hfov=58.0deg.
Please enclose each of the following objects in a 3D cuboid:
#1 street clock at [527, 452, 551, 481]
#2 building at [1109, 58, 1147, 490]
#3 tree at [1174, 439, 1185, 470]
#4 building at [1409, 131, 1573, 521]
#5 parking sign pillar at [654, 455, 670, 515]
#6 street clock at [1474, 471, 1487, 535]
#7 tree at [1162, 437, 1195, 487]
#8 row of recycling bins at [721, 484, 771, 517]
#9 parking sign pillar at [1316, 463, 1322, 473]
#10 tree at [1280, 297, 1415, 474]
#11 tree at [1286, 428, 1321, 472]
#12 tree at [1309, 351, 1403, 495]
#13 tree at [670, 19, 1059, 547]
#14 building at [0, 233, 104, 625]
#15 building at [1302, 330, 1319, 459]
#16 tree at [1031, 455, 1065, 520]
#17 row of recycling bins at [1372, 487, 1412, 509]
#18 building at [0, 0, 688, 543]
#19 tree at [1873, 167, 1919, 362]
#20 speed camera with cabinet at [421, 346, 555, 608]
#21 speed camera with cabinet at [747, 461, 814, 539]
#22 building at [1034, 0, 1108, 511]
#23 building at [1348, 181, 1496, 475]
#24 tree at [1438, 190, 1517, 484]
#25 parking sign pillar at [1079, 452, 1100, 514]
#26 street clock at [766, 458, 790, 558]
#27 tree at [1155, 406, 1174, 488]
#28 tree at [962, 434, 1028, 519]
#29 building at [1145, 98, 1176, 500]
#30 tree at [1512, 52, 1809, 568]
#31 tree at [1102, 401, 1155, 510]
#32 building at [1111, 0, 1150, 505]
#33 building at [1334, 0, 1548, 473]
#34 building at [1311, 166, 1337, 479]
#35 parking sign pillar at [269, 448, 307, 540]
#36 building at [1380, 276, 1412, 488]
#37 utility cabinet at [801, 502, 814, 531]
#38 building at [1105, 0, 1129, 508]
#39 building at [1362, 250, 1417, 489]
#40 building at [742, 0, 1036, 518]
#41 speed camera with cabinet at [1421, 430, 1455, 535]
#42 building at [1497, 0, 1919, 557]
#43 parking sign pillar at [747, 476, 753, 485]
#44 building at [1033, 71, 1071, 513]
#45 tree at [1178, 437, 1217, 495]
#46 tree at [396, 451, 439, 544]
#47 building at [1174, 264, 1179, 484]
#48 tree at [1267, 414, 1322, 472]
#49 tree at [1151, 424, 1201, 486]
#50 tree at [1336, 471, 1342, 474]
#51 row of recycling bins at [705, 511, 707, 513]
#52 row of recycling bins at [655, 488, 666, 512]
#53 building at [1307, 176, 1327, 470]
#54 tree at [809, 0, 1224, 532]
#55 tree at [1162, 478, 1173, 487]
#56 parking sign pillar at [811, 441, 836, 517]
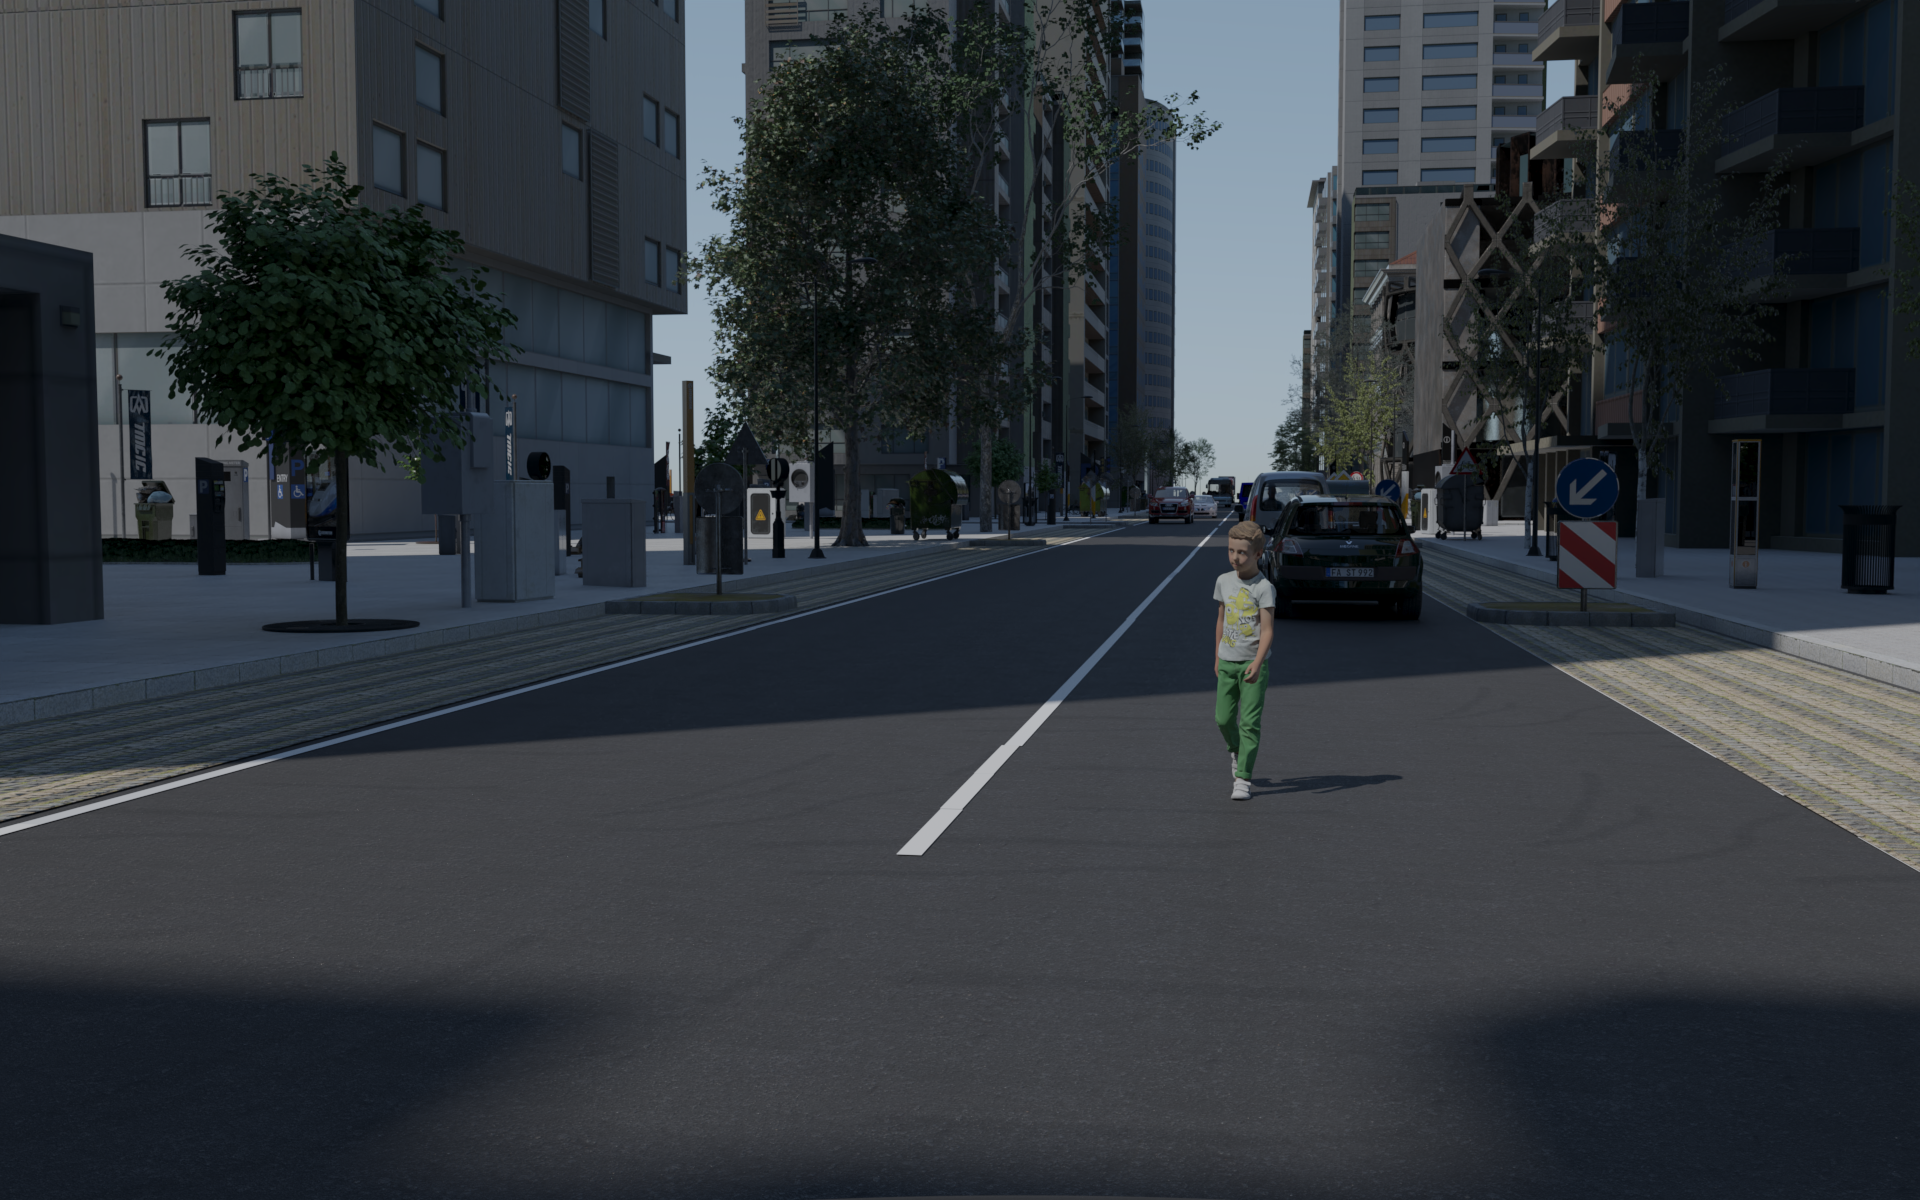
[{"bbox_3d":[-7.223,-1.540,29.755,0.358,2.002,0.471,1,4,13],"label":"street clock"},{"bbox_3d":[12.275,-32.600,183.128,14.600,45.320,14.200,1,4,9],"label":"building"},{"bbox_3d":[19.058,-13.129,165.020,4.360,8.622,3.978,0,3,0],"label":"tree"},{"bbox_3d":[32.267,-13.431,87.050,16.811,18.784,16.820,1,4,9],"label":"building"},{"bbox_3d":[-20.205,-7.836,116.594,1.447,3.967,1.447,1,4,18],"label":"parking sign pillar"},{"bbox_3d":[15.983,-2.987,53.407,0.471,2.002,0.358,2,4,26],"label":"street clock"},{"bbox_3d":[27.711,-16.505,220.218,4.737,8.622,4.395,0,3,0],"label":"tree"},{"bbox_3d":[-8.675,-3.898,70.844,1.069,1.692,3.534,1,4,21],"label":"row of recycling bins"},{"bbox_3d":[30.829,-9.812,148.903,1.447,3.967,1.447,1,4,11],"label":"parking sign pillar"},{"bbox_3d":[24.991,-12.076,107.819,12.009,13.543,11.850,0,3,0],"label":"tree"},{"bbox_3d":[37.430,-14.558,188.383,4.360,8.622,3.978,0,3,0],"label":"tree"},{"bbox_3d":[20.676,-8.440,88.349,4.737,8.622,4.395,0,3,0],"label":"tree"},{"bbox_3d":[-2.641,-7.672,42.447,9.611,12.733,9.660,0,3,0],"label":"tree"},{"bbox_3d":[-19.588,-35.141,12.810,20.563,71.187,20.611,1,4,9],"label":"building"},{"bbox_3d":[66.543,-32.390,301.283,14.160,30.474,14.107,1,4,9],"label":"building"},{"bbox_3d":[4.209,-5.494,84.431,1.663,3.219,1.824,0,3,0],"label":"tree"},{"bbox_3d":[24.611,-5.709,100.459,3.534,1.692,1.069,-1,4,-13],"label":"row of recycling bins"},{"bbox_3d":[-26.144,-28.733,59.019,27.495,52.752,28.713,1,4,9],"label":"building"},{"bbox_3d":[17.904,-4.828,29.307,4.737,8.622,4.395,0,3,0],"label":"tree"},{"bbox_3d":[-5.527,-1.591,20.350,0.660,3.252,2.038,1,4,16],"label":"speed camera with cabinet"},{"bbox_3d":[-5.101,-3.385,49.686,2.038,3.252,0.660,1,4,22],"label":"speed camera with cabinet"},{"bbox_3d":[0.793,-31.900,145.266,21.300,48.544,21.600,1,4,9],"label":"building"},{"bbox_3d":[44.034,-24.006,164.194,14.160,30.474,14.107,1,4,9],"label":"building"},{"bbox_3d":[13.385,-5.528,40.747,4.360,8.622,3.978,0,3,0],"label":"tree"},{"bbox_3d":[8.306,-7.454,110.338,1.447,3.967,1.447,1,4,9],"label":"parking sign pillar"},{"bbox_3d":[-3.636,-1.841,34.665,0.358,2.002,0.471,-3,5,-44],"label":"street clock"},{"bbox_3d":[14.693,-11.896,144.855,4.360,8.622,3.978,0,3,0],"label":"tree"},{"bbox_3d":[1.788,-6.413,88.560,4.285,4.588,4.351,0,3,0],"label":"tree"},{"bbox_3d":[20.564,-43.628,255.312,21.231,58.520,28.212,1,4,9],"label":"building"},{"bbox_3d":[12.025,-4.855,29.740,4.360,8.622,3.978,0,3,0],"label":"tree"},{"bbox_3d":[13.414,-11.554,139.262,4.360,8.622,3.978,0,3,0],"label":"tree"},{"bbox_3d":[11.783,-54.566,204.821,22.319,86.520,31.000,1,4,9],"label":"building"},{"bbox_3d":[50.671,-39.253,183.790,21.231,58.520,28.212,1,4,9],"label":"building"},{"bbox_3d":[62.774,-38.616,250.975,23.786,49.044,30.456,1,4,9],"label":"building"},{"bbox_3d":[-16.548,-3.313,42.632,1.447,3.967,1.447,-3,5,-41],"label":"parking sign pillar"},{"bbox_3d":[37.898,-15.480,120.553,16.820,18.784,16.811,1,4,9],"label":"building"},{"bbox_3d":[-5.150,-2.998,60.180,0.306,1.237,1.020,-1,4,-19],"label":"utility cabinet"},{"bbox_3d":[6.013,-44.496,165.768,20.563,71.187,20.611,1,4,9],"label":"building"},{"bbox_3d":[38.912,-18.552,139.475,11.583,22.565,21.152,1,4,9],"label":"building"},{"bbox_3d":[-3.548,-25.327,97.691,14.154,41.232,14.086,1,4,9],"label":"building"},{"bbox_3d":[15.106,-3.683,54.548,0.660,3.252,2.038,0,4,-2],"label":"speed camera with cabinet"},{"bbox_3d":[27.788,-23.940,46.043,22.147,44.769,28.867,1,4,9],"label":"building"},{"bbox_3d":[-14.138,-8.072,120.441,1.447,3.967,1.447,-1,4,-22],"label":"parking sign pillar"},{"bbox_3d":[-0.065,-21.290,119.799,14.160,30.474,14.107,1,4,9],"label":"building"},{"bbox_3d":[42.715,-23.679,312.906,9.928,11.665,9.643,0,3,0],"label":"tree"},{"bbox_3d":[-13.398,-3.055,44.545,1.663,3.219,1.824,0,3,0],"label":"tree"},{"bbox_3d":[23.990,-40.711,285.224,23.786,49.044,30.456,1,4,9],"label":"building"},{"bbox_3d":[45.273,-19.333,234.222,7.486,12.596,7.792,0,3,0],"label":"tree"},{"bbox_3d":[28.774,-18.151,231.178,8.767,10.594,7.601,-3,5,-40],"label":"tree"},{"bbox_3d":[28.518,-8.287,130.095,1.663,3.219,1.824,0,3,0],"label":"tree"},{"bbox_3d":[-15.310,-6.313,110.333,3.534,1.692,1.069,-3,5,-42],"label":"row of recycling bins"},{"bbox_3d":[-20.053,-6.266,109.564,1.069,1.692,3.534,3,5,41],"label":"row of recycling bins"},{"bbox_3d":[70.637,-42.180,278.874,28.713,52.752,27.495,1,4,9],"label":"building"},{"bbox_3d":[1.646,-12.279,56.647,12.611,20.169,13.585,0,3,0],"label":"tree"},{"bbox_3d":[23.682,-12.278,195.345,1.663,3.219,1.824,0,3,0],"label":"tree"},{"bbox_3d":[-7.039,-6.092,88.070,1.447,3.967,1.447,0,4,8],"label":"parking sign pillar"}]
